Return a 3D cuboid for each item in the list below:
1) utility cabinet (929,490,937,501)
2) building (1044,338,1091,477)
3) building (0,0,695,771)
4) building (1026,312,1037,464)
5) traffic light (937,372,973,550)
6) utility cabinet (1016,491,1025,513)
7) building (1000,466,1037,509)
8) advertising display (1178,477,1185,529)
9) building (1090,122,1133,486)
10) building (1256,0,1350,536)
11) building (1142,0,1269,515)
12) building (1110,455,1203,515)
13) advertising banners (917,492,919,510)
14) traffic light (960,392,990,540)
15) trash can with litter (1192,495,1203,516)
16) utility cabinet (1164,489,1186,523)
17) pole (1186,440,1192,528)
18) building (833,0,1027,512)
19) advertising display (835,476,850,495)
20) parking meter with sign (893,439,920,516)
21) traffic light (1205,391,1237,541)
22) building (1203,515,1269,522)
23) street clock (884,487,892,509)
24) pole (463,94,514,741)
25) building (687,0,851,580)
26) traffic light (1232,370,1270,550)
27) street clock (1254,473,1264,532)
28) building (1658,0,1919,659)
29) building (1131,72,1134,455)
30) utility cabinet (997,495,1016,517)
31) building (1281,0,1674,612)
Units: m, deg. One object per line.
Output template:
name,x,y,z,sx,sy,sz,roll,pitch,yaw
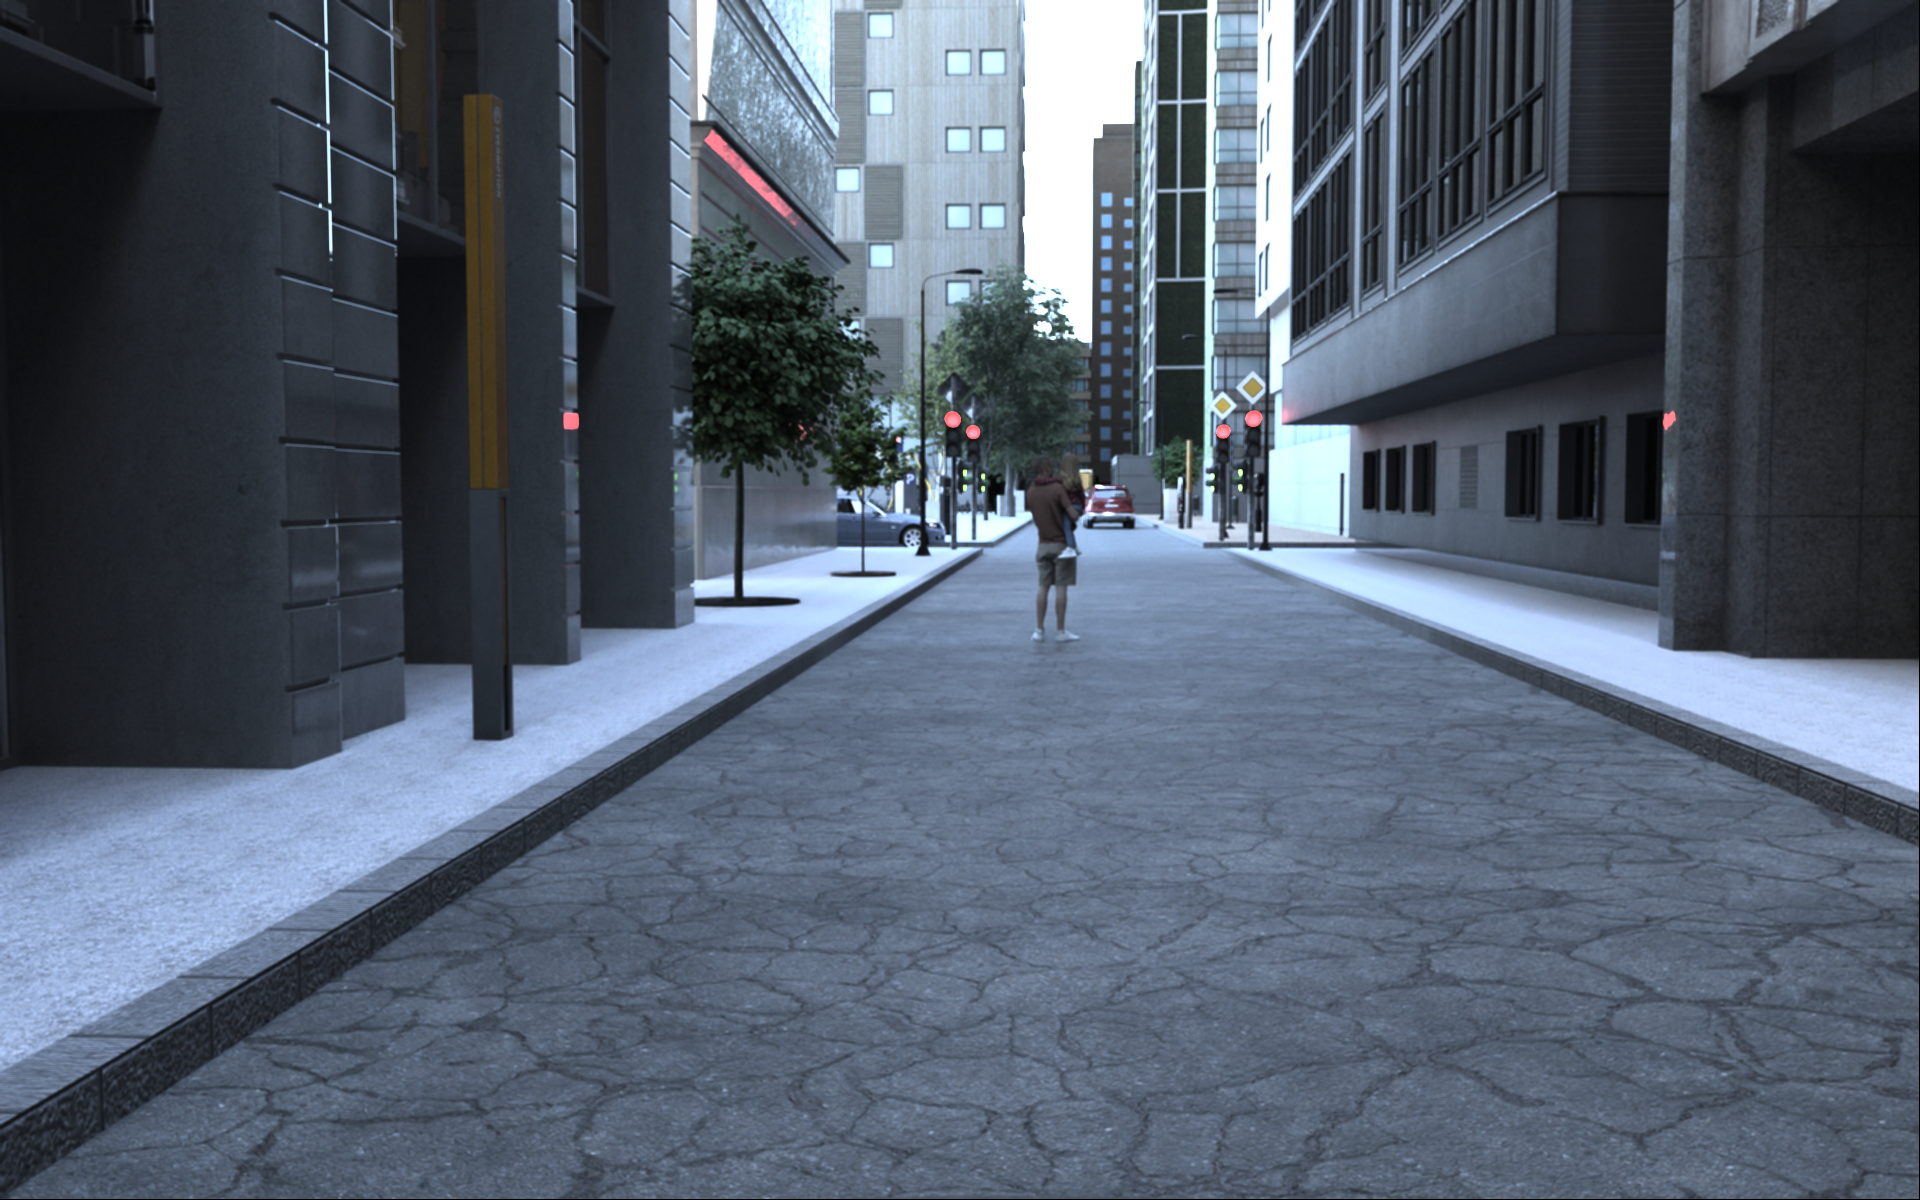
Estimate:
utility cabinet,-1.154,-5.469,98.093,1.173,1.500,0.318,-1,4,-9
building,2.083,-22.976,220.699,28.899,21.520,27.650,0,4,4
building,-8.991,-13.738,2.105,11.434,29.767,29.804,0,4,4
building,-6.160,-20.860,186.107,28.899,21.520,27.650,0,4,4
traffic light,-0.123,-3.115,39.856,0.839,4.253,0.868,0,4,4
utility cabinet,3.692,-6.505,115.027,1.173,1.500,0.318,0,4,7
building,-2.654,-44.163,160.310,20.563,71.187,20.611,0,4,4
advertising display,8.202,-3.605,64.159,0.123,1.923,0.974,0,4,-2
building,23.138,-34.354,211.794,14.200,45.320,14.600,0,4,4
building,24.455,-28.638,57.469,27.495,52.752,28.713,0,4,4
building,20.746,-27.420,131.908,14.154,41.232,14.086,0,4,4
building,20.262,-41.097,110.186,20.563,71.187,20.611,0,4,4
advertising banners,-3.129,-7.309,115.686,2.074,3.025,0.090,3,5,43
traffic light,0.404,-3.603,47.824,0.839,4.253,0.868,0,4,4
trash can with litter,14.031,-5.503,101.029,2.233,1.210,1.678,2,4,30
utility cabinet,9.417,-4.114,75.941,1.173,1.500,0.318,-3,5,-42
pole,8.639,-4.367,65.239,0.158,3.312,0.155,0,3,0
building,-8.469,-33.484,136.701,28.713,52.752,27.495,0,4,4
advertising display,-3.532,-2.611,47.905,0.974,1.923,0.123,0,4,5
parking meter with sign,-1.570,-3.259,49.539,0.543,3.016,1.738,-2,4,-24
traffic light,7.151,-3.576,47.395,0.839,4.253,0.868,0,4,4
building,18.843,-24.454,83.426,14.154,41.232,14.086,0,4,4
street clock,-5.017,-7.118,120.956,0.471,2.002,0.358,1,4,19
pole,-2.450,-0.927,8.996,0.158,3.312,0.155,0,3,0
building,-17.529,-12.227,33.196,30.059,22.955,16.112,0,4,4
traffic light,6.624,-3.089,39.427,0.839,4.253,0.868,0,4,4
street clock,10.054,-3.287,58.316,0.358,2.002,0.471,-1,4,-16
building,11.197,-11.344,3.491,12.078,24.808,19.932,0,4,4
building,23.526,-29.534,166.472,14.154,41.232,14.086,0,4,4
utility cabinet,2.593,-5.208,96.306,1.020,1.237,0.306,-2,4,-25
building,13.454,-14.225,26.091,14.314,27.812,24.014,0,4,4
